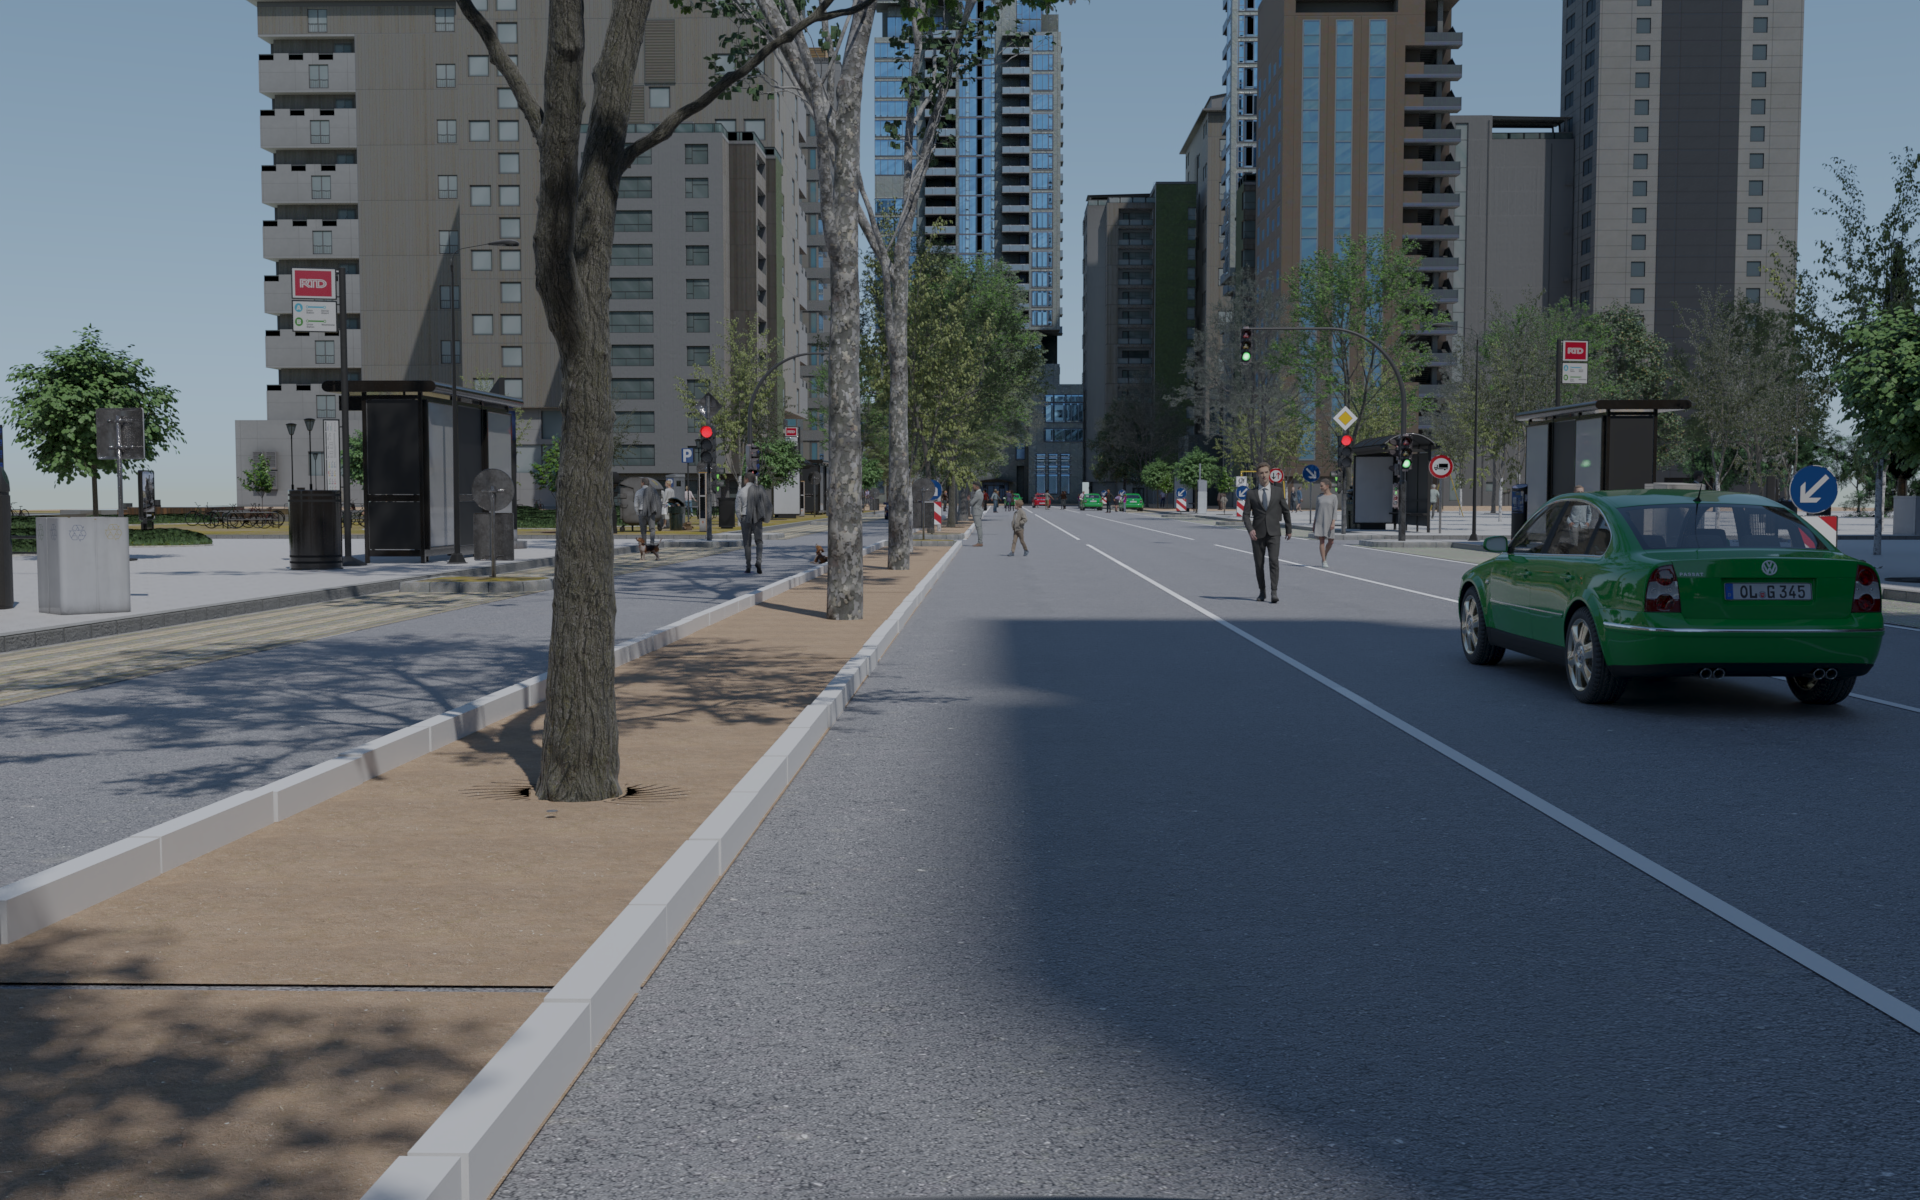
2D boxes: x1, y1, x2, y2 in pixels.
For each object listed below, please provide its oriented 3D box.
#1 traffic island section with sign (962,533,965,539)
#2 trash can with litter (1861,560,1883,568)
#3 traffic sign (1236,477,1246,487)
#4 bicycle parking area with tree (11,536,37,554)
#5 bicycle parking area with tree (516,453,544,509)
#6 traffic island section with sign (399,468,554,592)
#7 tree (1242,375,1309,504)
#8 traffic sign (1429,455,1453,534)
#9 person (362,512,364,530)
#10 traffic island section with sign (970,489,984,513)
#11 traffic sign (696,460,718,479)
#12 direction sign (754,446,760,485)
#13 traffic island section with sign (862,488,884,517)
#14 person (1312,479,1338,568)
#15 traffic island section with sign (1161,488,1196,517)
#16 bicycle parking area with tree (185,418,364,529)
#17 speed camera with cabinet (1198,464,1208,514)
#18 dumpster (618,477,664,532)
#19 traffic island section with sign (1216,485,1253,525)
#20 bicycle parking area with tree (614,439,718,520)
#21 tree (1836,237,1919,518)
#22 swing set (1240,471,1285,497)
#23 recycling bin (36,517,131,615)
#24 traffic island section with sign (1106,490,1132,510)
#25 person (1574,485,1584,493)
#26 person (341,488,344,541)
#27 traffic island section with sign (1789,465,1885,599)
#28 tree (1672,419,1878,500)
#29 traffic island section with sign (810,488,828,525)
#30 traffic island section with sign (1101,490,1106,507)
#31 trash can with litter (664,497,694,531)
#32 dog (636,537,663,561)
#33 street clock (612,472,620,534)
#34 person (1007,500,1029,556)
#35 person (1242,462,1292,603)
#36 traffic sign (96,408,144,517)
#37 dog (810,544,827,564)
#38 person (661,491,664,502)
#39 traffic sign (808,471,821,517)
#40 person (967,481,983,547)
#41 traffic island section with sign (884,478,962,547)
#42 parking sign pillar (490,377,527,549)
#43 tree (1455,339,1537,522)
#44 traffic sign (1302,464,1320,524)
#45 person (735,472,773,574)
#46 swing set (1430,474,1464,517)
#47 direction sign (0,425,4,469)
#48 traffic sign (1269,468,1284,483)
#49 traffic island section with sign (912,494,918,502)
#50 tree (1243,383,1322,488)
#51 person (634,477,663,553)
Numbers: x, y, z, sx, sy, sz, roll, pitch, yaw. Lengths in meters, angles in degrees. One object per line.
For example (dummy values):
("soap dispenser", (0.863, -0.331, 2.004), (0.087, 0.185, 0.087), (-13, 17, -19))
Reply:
("traffic island section with sign", (-0.866, -2.886, 55.319), (2.006, 1.907, 1.989), (0, 4, 1))
("trash can with litter", (15.065, -1.137, 29.655), (2.233, 1.210, 1.678), (-2, 4, -24))
("traffic sign", (16.468, -6.073, 101.426), (0.606, 2.300, 0.079), (0, 4, 6))
("bicycle parking area with tree", (-18.625, -2.327, 25.046), (9.016, 4.147, 8.231), (2, 4, 30))
("bicycle parking area with tree", (-32.552, -7.914, 116.396), (8.231, 4.147, 9.016), (1, 4, 16))
("traffic island section with sign", (-7.114, -1.062, 25.986), (1.989, 1.847, 2.006), (0, 4, 1))
("tree", (19.748, -9.424, 104.449), (4.737, 8.622, 4.395), (0, 3, 0))
("traffic sign", (15.606, -3.434, 56.244), (0.768, 2.556, 0.104), (1, 4, 10))
("person", (-21.044, -3.148, 61.754), (0.590, 1.304, 0.306), (-2, 4, -34))
("traffic island section with sign", (0.845, -7.480, 130.439), (2.006, 1.907, 1.989), (0, 4, 1))
("traffic sign", (-8.860, -3.703, 60.647), (0.768, 2.556, 0.104), (0, 4, 6))
("direction sign", (-9.722, -5.500, 81.921), (0.379, 3.537, 0.876), (2, 4, 26))
("traffic island section with sign", (-5.249, -6.037, 107.336), (1.989, 1.847, 2.006), (0, 4, 1))
("person", (7.141, -1.510, 33.943), (0.466, 1.731, 0.760), (0, 4, -1))
("traffic island section with sign", (13.463, -6.010, 106.899), (1.989, 1.847, 2.006), (0, 4, 1))
("bicycle parking area with tree", (-25.961, -4.943, 67.815), (9.016, 4.147, 8.231), (-1, 4, -15))
("speed camera with cabinet", (15.609, -7.160, 111.409), (0.660, 3.252, 2.038), (1, 4, 9))
("dumpster", (-10.883, -3.258, 59.034), (1.264, 1.857, 1.865), (0, 4, 1))
("traffic island section with sign", (12.854, -4.362, 79.951), (1.989, 1.847, 2.006), (0, 4, 1))
("bicycle parking area with tree", (-15.952, -6.241, 89.047), (8.231, 4.147, 9.016), (-1, 4, -10))
("tree", (53.355, -11.379, 87.870), (13.155, 14.587, 18.604), (-3, 5, -43))
("swing set", (20.668, -7.357, 117.901), (3.119, 2.851, 2.862), (0, 4, 1))
("recycling bin", (-9.505, -0.381, 18.781), (0.722, 1.027, 0.722), (3, 5, 42))
("traffic island section with sign", (14.629, -9.126, 157.835), (1.989, 1.847, 2.006), (0, 4, 1))
("person", (11.955, -1.417, 33.481), (0.589, 1.601, 0.330), (1, 4, 10))
("person", (-15.136, -2.154, 41.812), (0.519, 1.759, 0.362), (-2, 4, -26))
("traffic island section with sign", (11.576, -0.968, 24.449), (1.989, 1.847, 2.006), (0, 4, 1))
("tree", (60.039, -9.575, 119.462), (20.602, 7.101, 11.467), (2, 4, 23))
("traffic island section with sign", (-5.868, -4.389, 80.388), (1.989, 1.847, 2.006), (0, 4, 1))
("traffic island section with sign", (15.251, -10.774, 184.783), (1.989, 1.847, 2.006), (0, 4, 1))
("trash can with litter", (-9.876, -3.030, 60.928), (0.624, 1.170, 1.055), (2, 4, 29))
("dog", (-6.673, -1.096, 37.211), (0.406, 0.507, 0.540), (1, 4, 14))
("street clock", (-11.230, -3.149, 56.053), (0.358, 2.002, 0.471), (-3, 5, -44))
("person", (1.366, -1.657, 39.859), (0.475, 1.303, 0.640), (3, 5, 42))
("person", (4.068, -0.896, 22.932), (0.659, 1.850, 0.755), (1, 4, 10))
("traffic sign", (-9.988, -1.131, 20.617), (0.606, 2.300, 0.079), (1, 4, 8))
("dog", (-2.902, -0.940, 35.565), (0.550, 0.427, 0.748), (1, 4, 11))
("person", (-17.035, -5.622, 98.319), (0.694, 1.780, 0.624), (1, 4, 22))
("traffic sign", (-8.044, -5.853, 95.798), (0.768, 2.556, 0.104), (0, 4, 6))
("person", (0.414, -2.365, 47.345), (0.466, 1.800, 0.511), (0, 4, -5))
("traffic island section with sign", (-1.045, -2.433, 47.914), (2.006, 1.907, 1.989), (0, 4, 1))
("parking sign pillar", (-10.925, -3.190, 40.635), (1.447, 3.967, 1.447), (-3, 5, -44))
("tree", (25.027, -7.957, 80.459), (4.737, 8.622, 4.395), (0, 3, 0))
("traffic sign", (15.109, -4.556, 74.604), (0.768, 2.556, 0.104), (0, 4, 2))
("person", (-3.719, -1.387, 31.271), (0.679, 1.850, 0.850), (-1, 4, -14))
("swing set", (26.649, -6.165, 98.412), (2.862, 2.851, 3.119), (-2, 4, -31))
("direction sign", (-31.537, -3.954, 56.647), (0.876, 3.537, 0.379), (2, 4, 29))
("traffic sign", (15.397, -5.161, 84.486), (0.768, 2.556, 0.104), (0, 4, 2))
("traffic island section with sign", (-4.100, -9.107, 157.523), (1.989, 1.847, 2.006), (0, 4, 1))
("tree", (20.677, -9.927, 112.666), (4.360, 8.622, 3.978), (0, 3, 0))
("person", (-7.495, -2.023, 41.680), (0.679, 1.850, 0.850), (-1, 4, -16))
